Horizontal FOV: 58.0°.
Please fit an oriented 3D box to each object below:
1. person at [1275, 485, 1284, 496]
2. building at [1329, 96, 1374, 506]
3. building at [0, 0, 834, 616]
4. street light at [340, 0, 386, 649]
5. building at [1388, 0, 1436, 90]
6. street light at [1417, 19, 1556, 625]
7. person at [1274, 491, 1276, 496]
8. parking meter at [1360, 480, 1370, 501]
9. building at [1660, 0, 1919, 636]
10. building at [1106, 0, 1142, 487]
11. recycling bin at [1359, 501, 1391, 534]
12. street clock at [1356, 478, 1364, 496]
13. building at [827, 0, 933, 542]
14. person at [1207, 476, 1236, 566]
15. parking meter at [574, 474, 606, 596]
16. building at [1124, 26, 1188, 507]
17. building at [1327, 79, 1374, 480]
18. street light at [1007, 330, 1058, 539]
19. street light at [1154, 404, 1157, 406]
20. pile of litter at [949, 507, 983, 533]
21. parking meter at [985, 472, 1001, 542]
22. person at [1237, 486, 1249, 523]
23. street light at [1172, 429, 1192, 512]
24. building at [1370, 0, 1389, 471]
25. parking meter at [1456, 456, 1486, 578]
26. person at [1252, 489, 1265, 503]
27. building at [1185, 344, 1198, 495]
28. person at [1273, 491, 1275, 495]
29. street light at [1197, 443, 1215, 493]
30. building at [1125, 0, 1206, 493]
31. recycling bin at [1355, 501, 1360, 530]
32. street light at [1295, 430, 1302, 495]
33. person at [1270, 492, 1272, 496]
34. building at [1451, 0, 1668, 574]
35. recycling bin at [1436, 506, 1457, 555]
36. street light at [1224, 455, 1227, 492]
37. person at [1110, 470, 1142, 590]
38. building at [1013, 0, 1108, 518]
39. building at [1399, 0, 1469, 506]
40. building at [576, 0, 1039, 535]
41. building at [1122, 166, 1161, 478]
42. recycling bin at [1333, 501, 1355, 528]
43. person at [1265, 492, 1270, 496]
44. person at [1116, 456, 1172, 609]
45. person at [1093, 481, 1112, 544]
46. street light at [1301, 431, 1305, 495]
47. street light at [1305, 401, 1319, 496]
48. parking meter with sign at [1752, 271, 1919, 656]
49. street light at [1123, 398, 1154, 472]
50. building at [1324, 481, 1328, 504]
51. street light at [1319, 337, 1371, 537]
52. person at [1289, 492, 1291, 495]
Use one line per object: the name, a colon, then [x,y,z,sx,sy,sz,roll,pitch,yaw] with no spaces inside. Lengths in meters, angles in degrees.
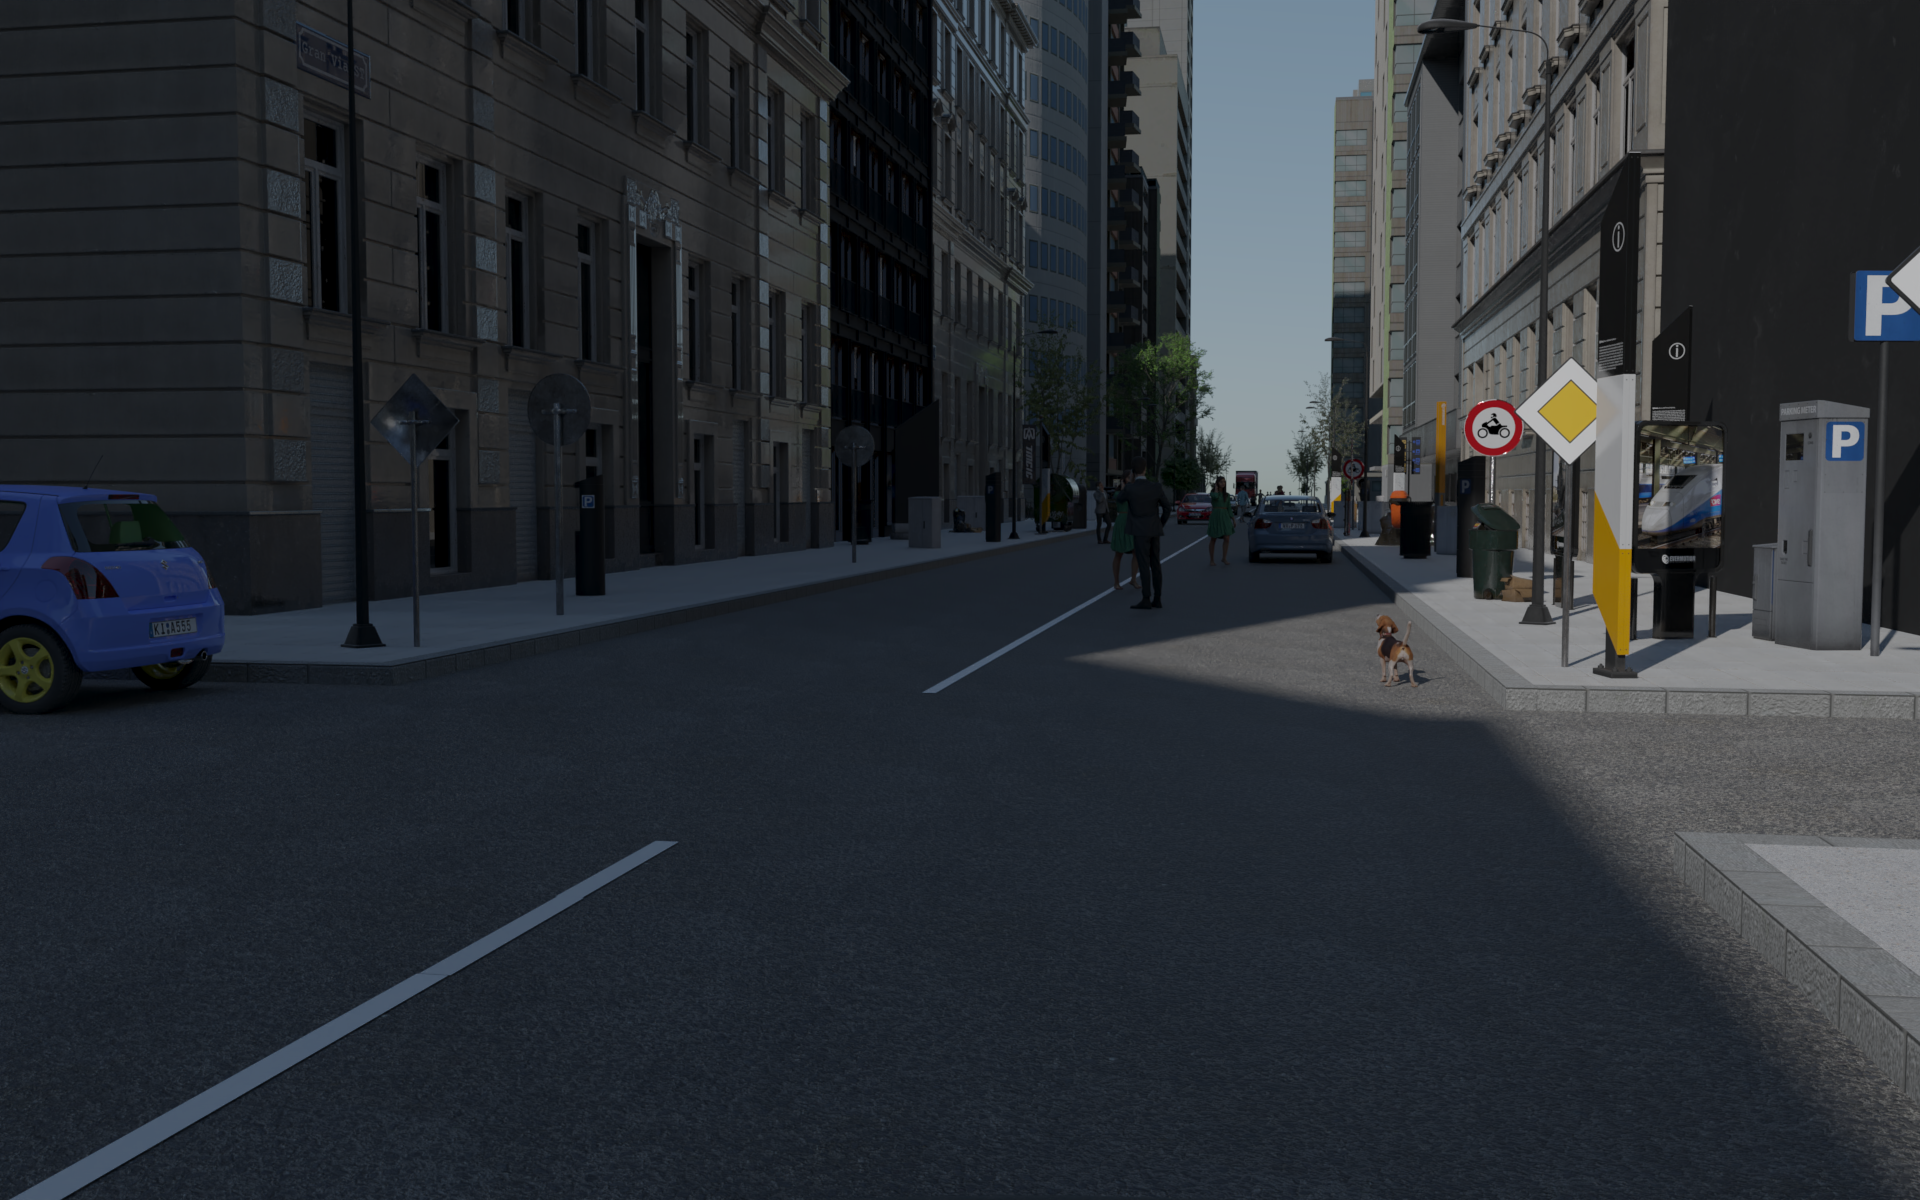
person: [14.269,-4.212,77.341,0.573,1.828,0.580,-1,4,-22]
building: [45.863,-30.393,180.514,14.154,41.232,14.086,1,4,10]
building: [-10.804,-14.255,30.327,12.463,27.353,25.104,1,4,10]
street light: [-4.486,-2.553,14.276,1.470,5.913,1.316,1,4,10]
building: [31.235,-25.338,97.863,14.154,41.232,14.086,1,4,10]
street light: [5.171,-2.721,17.030,1.470,5.913,1.316,1,4,10]
person: [33.788,-10.802,185.823,0.721,1.736,1.217,1,4,20]
parking meter: [16.873,-4.067,72.207,0.399,1.863,0.255,1,4,9]
building: [17.402,-11.557,18.636,15.834,23.373,12.332,1,4,10]
building: [2.136,-29.223,132.416,22.147,44.769,28.867,1,4,10]
recycling bin: [13.528,-2.667,56.156,0.722,1.027,0.722,3,5,41]
street clock: [18.264,-4.536,78.736,0.471,2.002,0.358,-1,4,-9]
building: [-8.382,-13.523,50.778,12.332,23.373,15.834,1,4,10]
person: [5.210,-1.587,34.696,0.600,1.795,0.529,-2,4,-27]
parking meter: [-4.687,-0.827,21.927,0.372,1.533,0.369,0,3,0]
building: [13.083,-34.385,185.901,21.300,48.544,21.600,1,4,10]
building: [55.219,-35.569,201.155,23.786,49.044,30.456,1,4,10]
street light: [2.071,-4.685,49.134,1.470,5.913,1.316,1,4,10]
street light: [9.487,-7.161,89.629,1.470,5.913,1.316,1,4,10]
pile of litter: [0.200,-2.697,58.062,1.176,0.858,1.719,0,4,3]
parking meter: [0.882,-2.483,46.311,0.399,1.863,0.255,3,5,40]
person: [13.981,-4.744,85.927,0.748,1.841,0.638,-3,5,-39]
street light: [15.893,-9.270,124.105,1.470,5.913,1.316,1,4,10]
building: [42.279,-32.267,116.802,28.713,52.752,27.495,1,4,10]
parking meter: [7.841,-1.278,26.600,0.255,1.863,0.399,-2,4,-27]
person: [24.692,-8.194,142.477,1.348,1.824,0.705,2,4,29]
building: [14.532,-22.449,212.088,27.650,21.520,28.899,1,4,10]
person: [43.170,-14.004,237.455,1.348,1.826,0.705,2,4,30]
street light: [22.334,-11.370,158.443,1.470,5.913,1.316,1,4,10]
building: [23.003,-48.678,234.136,20.563,71.187,20.611,1,4,10]
recycling bin: [14.525,-2.979,61.262,0.722,1.027,0.722,2,4,29]
street light: [25.340,-9.411,126.416,1.470,5.913,1.316,1,4,10]
person: [41.231,-13.555,230.648,0.617,1.759,0.750,-3,5,-40]
building: [20.579,-12.627,39.741,16.112,22.955,30.059,1,4,10]
recycling bin: [10.592,-1.474,36.658,0.722,1.027,0.722,-2,4,-25]
street light: [31.325,-14.373,207.545,1.470,5.913,1.316,1,4,10]
person: [2.513,-1.053,25.959,0.600,1.795,0.529,-2,4,-34]
building: [-2.985,-34.368,103.913,21.231,58.520,28.212,1,4,10]
building: [25.951,-15.299,69.207,14.314,24.678,30.058,1,4,10]
building: [-4.652,-16.728,70.767,12.463,27.353,25.104,1,4,10]
building: [10.167,-23.332,153.182,14.160,30.474,14.107,1,4,10]
recycling bin: [14.602,-3.247,65.643,0.722,1.027,0.722,2,4,29]
person: [36.566,-12.055,206.304,0.721,1.736,1.217,-2,4,-32]
person: [2.283,-0.844,21.663,0.648,1.900,0.474,-2,4,-29]
person: [4.114,-2.517,49.834,0.592,1.802,0.473,-2,4,-31]
street light: [19.039,-7.306,91.989,1.470,5.913,1.316,1,4,10]
street light: [18.097,-6.961,86.355,1.470,5.913,1.316,1,4,10]
parking meter with sign: [7.209,-1.112,14.443,0.543,3.016,1.738,0,4,-2]
street light: [8.457,-6.797,83.669,1.470,5.913,1.316,1,4,10]
building: [64.676,-32.750,227.338,32.217,40.220,23.993,1,4,10]
street light: [11.493,-4.823,51.390,1.470,5.913,1.316,1,4,10]
person: [36.969,-11.323,194.436,0.445,1.727,0.742,0,4,-8]
